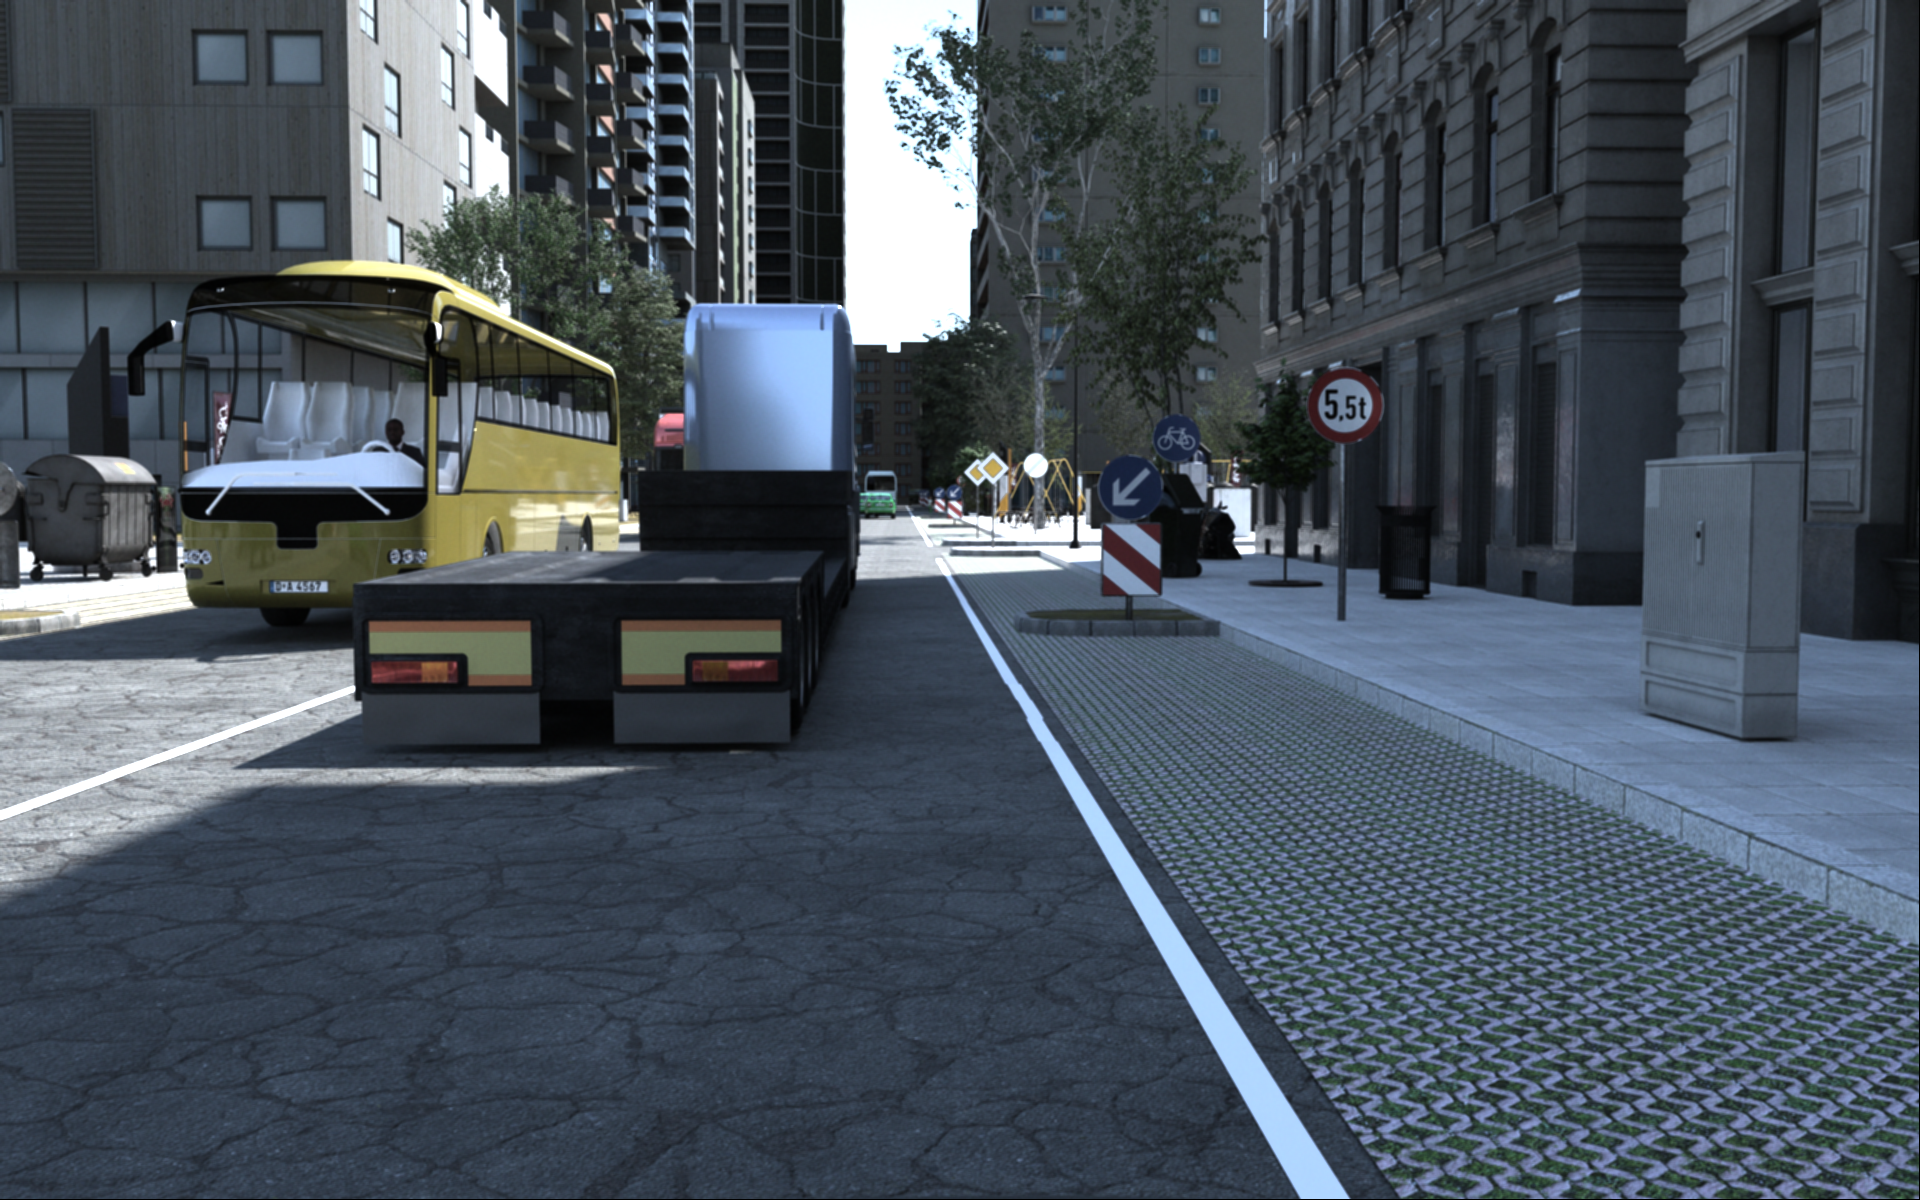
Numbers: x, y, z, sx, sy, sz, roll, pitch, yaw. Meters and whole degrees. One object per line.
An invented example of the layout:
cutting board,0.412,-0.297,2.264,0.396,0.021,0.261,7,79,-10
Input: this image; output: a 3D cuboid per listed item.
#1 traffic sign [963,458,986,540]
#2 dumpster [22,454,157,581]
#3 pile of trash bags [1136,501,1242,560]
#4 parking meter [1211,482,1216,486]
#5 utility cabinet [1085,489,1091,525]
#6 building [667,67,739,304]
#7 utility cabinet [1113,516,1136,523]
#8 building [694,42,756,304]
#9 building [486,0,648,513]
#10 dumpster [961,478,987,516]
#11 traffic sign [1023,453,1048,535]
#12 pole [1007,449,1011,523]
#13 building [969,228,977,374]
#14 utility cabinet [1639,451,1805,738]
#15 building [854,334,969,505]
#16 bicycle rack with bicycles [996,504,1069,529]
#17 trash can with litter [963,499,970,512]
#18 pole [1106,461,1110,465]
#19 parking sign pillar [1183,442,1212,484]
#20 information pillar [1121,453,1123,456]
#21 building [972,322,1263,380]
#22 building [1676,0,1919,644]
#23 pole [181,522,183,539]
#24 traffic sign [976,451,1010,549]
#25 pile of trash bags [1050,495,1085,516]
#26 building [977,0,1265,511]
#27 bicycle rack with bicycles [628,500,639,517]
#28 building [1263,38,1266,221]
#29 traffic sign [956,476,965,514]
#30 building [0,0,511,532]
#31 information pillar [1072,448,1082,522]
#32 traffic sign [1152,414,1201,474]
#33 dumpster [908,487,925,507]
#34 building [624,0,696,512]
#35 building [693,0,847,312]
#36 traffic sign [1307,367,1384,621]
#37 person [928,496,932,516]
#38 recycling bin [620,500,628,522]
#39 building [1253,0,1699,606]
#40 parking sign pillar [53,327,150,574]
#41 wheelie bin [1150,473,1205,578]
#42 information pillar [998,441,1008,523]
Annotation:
traffic sign,0.494,-2.756,48.702,0.795,2.450,0.064,0,4,-2
dumpster,-13.115,-1.246,26.134,1.264,1.857,1.865,0,4,-2
pile of trash bags,4.476,-1.556,35.196,1.912,1.369,3.447,0,4,-5
parking meter,12.195,-4.787,83.977,0.255,1.863,0.399,3,4,39
utility cabinet,5.406,-3.862,71.828,0.318,1.500,1.173,1,4,10
building,-28.234,-29.204,161.074,14.154,41.232,14.086,0,4,-2
utility cabinet,3.124,-1.487,32.987,0.318,1.500,1.173,1,4,12
building,-33.090,-34.257,183.797,21.600,48.544,21.300,0,4,-2
building,-31.301,-27.572,105.427,22.147,44.769,28.867,0,4,-2
dumpster,0.806,-5.977,100.224,1.502,2.255,1.985,0,4,-2
traffic sign,2.360,-3.298,54.029,0.768,2.556,0.104,0,4,2
pole,2.208,-5.133,77.760,0.158,3.312,0.155,0,3,0
building,7.968,-25.574,189.839,14.160,30.474,14.107,0,4,-2
utility cabinet,4.136,-0.050,9.491,0.318,1.500,1.173,0,4,-4
building,0.314,-23.197,224.318,28.899,21.520,27.650,0,4,-2
bicycle rack with bicycles,2.722,-3.133,64.612,2.925,0.926,2.852,-1,4,-22
trash can with litter,0.705,-6.892,124.066,1.055,1.170,0.624,0,4,3
pole,9.032,-6.852,105.873,0.158,3.312,0.155,0,3,0
parking sign pillar,10.316,-5.315,75.378,1.447,3.967,1.447,-3,5,-41
information pillar,9.304,-6.642,99.949,0.183,3.616,0.504,-1,4,-21
building,15.555,-19.808,168.901,27.650,21.520,28.899,0,4,-2
building,12.779,-11.018,9.029,11.050,23.489,19.941,0,4,-2
pole,-21.833,-3.358,48.740,0.158,3.312,0.155,0,3,0
traffic sign,0.774,-2.268,40.721,0.795,2.450,0.064,0,4,-2
pile of trash bags,6.485,-5.649,102.105,1.912,1.369,3.447,1,4,17
building,12.477,-31.735,142.576,21.300,48.544,21.600,0,4,-2
bicycle rack with bicycles,-17.252,-5.140,97.422,2.925,0.926,2.852,3,5,44
building,44.316,-41.549,221.317,28.212,58.520,21.231,0,4,-2
traffic sign,0.158,-6.767,110.743,0.768,2.556,0.104,0,4,7
building,-34.040,-29.340,68.952,28.713,52.752,27.495,0,4,-2
information pillar,5.479,-5.470,80.791,0.504,3.616,0.183,-3,5,-39
traffic sign,3.459,-1.690,27.736,0.768,2.556,0.104,0,4,8
dumpster,-4.926,-11.815,198.124,1.985,2.255,1.502,0,4,-3
building,-31.781,-50.421,137.053,22.319,86.520,31.000,0,4,-2
building,-24.816,-47.710,218.304,20.611,71.187,20.563,0,4,-2
traffic sign,3.870,-1.063,17.488,0.768,2.556,0.104,0,4,3
person,-1.911,-5.985,110.595,0.306,1.304,0.590,1,4,15
recycling bin,-15.816,-4.134,80.147,0.722,1.027,0.722,0,4,4
building,11.396,-10.957,28.302,9.793,20.994,18.267,0,4,-2
parking sign pillar,-14.179,-2.449,28.512,1.447,3.967,1.447,3,5,40
wheelie bin,3.292,-1.149,26.700,0.693,1.594,0.980,3,5,44
information pillar,1.911,-5.180,76.044,0.183,3.616,0.504,-3,5,-41
